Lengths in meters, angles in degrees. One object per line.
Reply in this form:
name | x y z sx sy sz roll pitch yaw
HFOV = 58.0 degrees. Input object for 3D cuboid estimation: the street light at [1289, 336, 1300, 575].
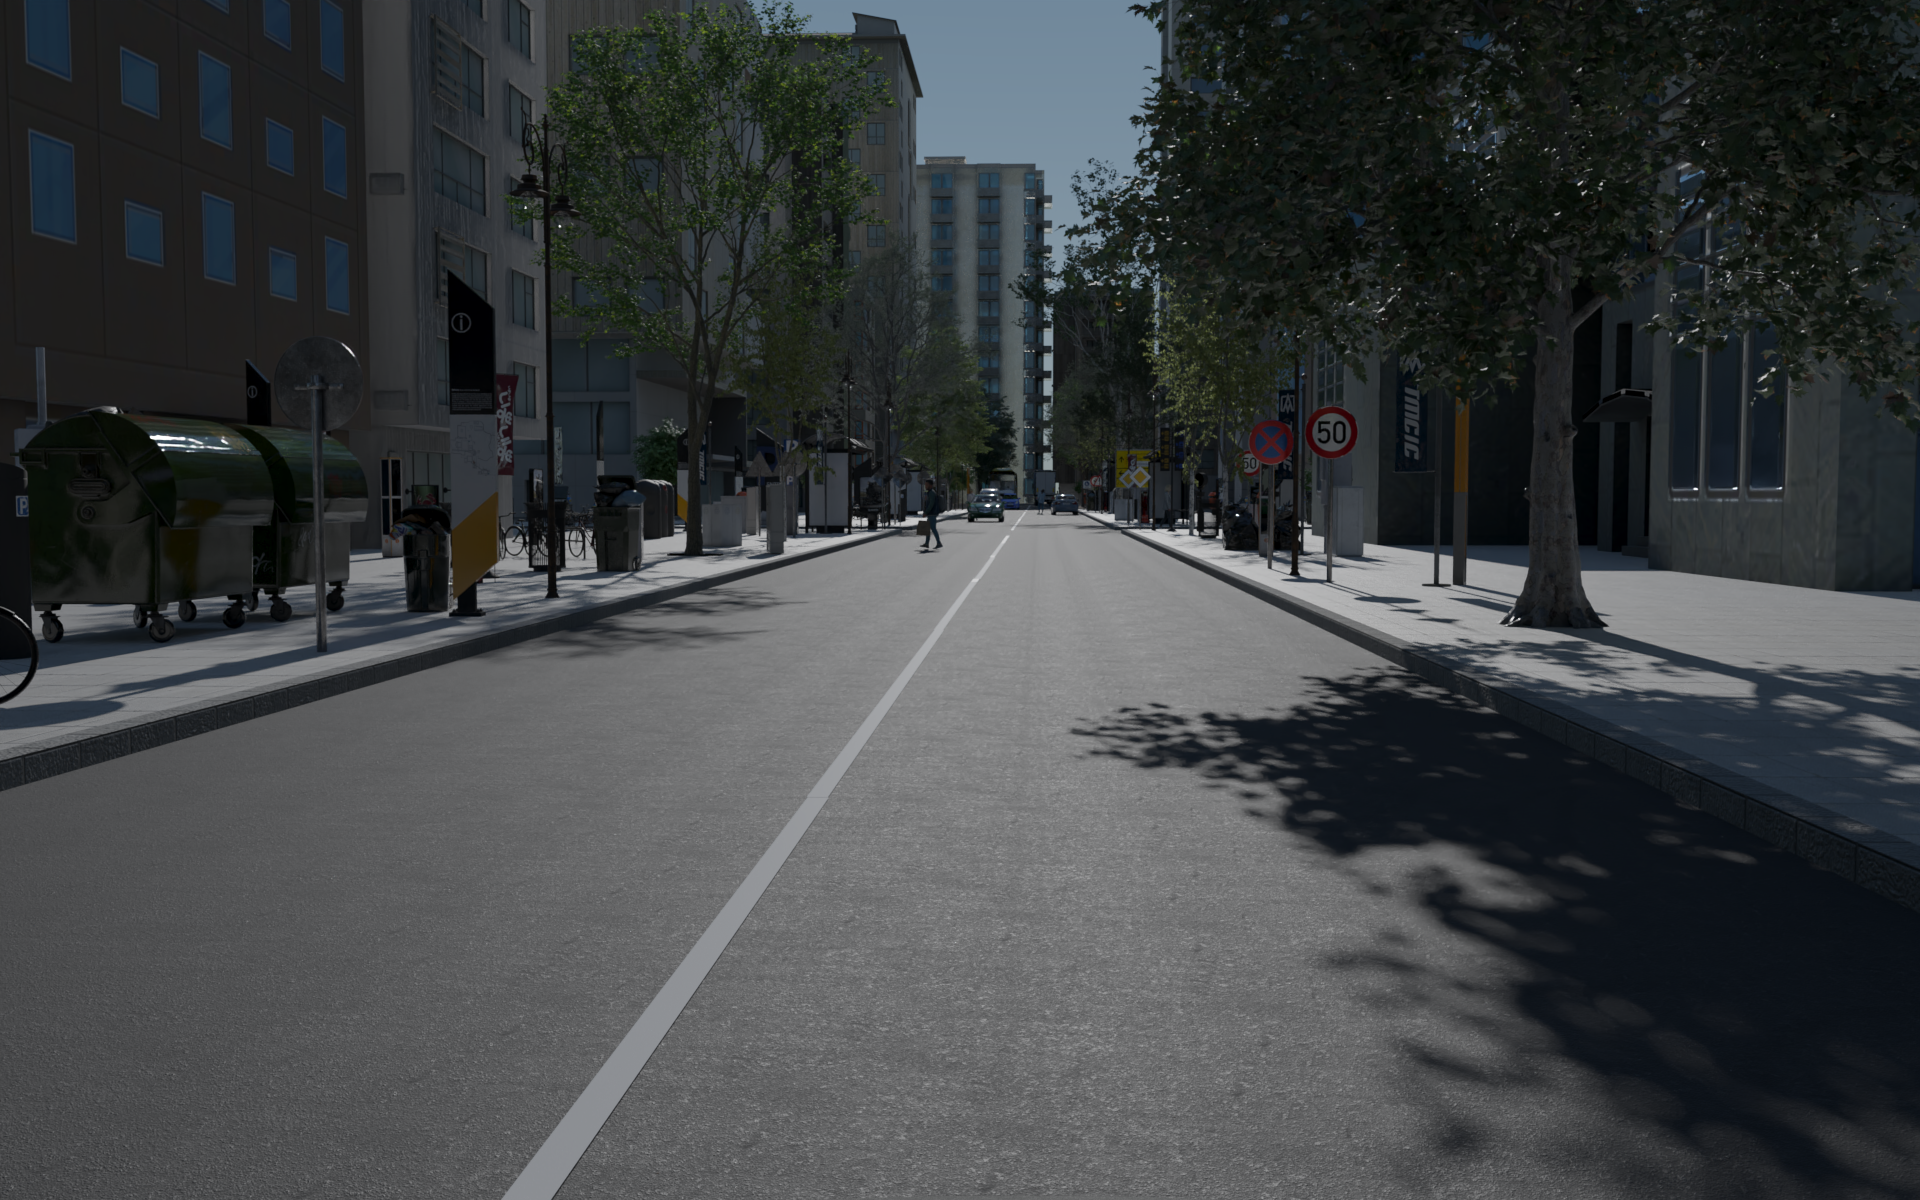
street light | 5.297 -3.330 27.231 0.468 5.910 1.993 0 4 3

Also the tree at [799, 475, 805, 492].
tree | -7.844 -5.979 92.354 1.663 3.219 1.824 0 3 0

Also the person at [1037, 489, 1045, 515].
person | 5.654 -6.848 120.727 0.793 1.790 0.793 3 5 41

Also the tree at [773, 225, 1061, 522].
tree | -3.277 -10.280 78.448 12.009 13.543 11.850 0 3 0

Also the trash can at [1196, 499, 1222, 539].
trash can | 7.206 -2.354 50.143 0.748 1.137 0.748 0 3 0

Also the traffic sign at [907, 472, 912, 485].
traffic sign | -3.037 -5.881 96.262 0.768 2.556 0.104 0 4 4

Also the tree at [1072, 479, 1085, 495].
tree | 15.344 -13.875 221.450 1.663 3.219 1.824 0 3 0

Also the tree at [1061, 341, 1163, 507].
tree | 11.229 -13.819 136.303 12.009 13.543 11.850 0 3 0

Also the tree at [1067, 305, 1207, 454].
tree | 8.755 -9.278 86.100 7.601 10.594 8.767 -2 4 -25

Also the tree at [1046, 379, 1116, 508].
tree | 11.337 -14.077 155.918 9.928 11.665 9.643 0 3 0

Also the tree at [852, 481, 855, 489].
tree | -7.170 -6.841 106.455 1.663 3.219 1.824 0 3 0

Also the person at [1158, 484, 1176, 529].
person | 7.977 -3.541 66.575 0.728 1.800 0.709 1 4 14

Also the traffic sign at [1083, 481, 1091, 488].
traffic sign | 9.633 -7.906 131.393 0.606 2.300 0.079 0 4 7

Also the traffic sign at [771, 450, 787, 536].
traffic sign | -5.189 -3.150 51.506 0.884 2.594 0.081 1 4 12

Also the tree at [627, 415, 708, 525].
tree | -12.287 -5.420 72.326 4.285 4.588 4.351 0 3 0

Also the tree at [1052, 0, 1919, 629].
tree | 5.685 -6.092 16.608 9.611 12.733 9.660 0 3 0

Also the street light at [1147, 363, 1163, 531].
street light | 6.799 -5.371 60.611 0.468 5.910 1.993 0 4 3

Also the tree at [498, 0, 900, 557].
tree | -5.357 -6.725 35.702 9.928 11.665 9.643 0 3 0

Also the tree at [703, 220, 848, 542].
tree | -4.800 -5.865 46.249 4.737 8.622 4.395 0 3 0

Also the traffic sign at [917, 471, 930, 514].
traffic sign | -2.044 -5.922 96.934 0.768 2.556 0.104 0 4 7

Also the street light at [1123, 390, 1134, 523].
street light | 7.537 -6.393 77.314 0.468 5.910 1.993 0 4 3

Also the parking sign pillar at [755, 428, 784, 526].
parking sign pillar | -7.690 -5.037 70.823 1.447 3.967 1.447 0 4 4

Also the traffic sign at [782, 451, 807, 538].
traffic sign | -4.859 -3.093 50.679 0.768 2.556 0.104 0 4 4

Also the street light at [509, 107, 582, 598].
street light | -5.037 -2.963 21.226 0.468 5.910 1.993 0 4 3

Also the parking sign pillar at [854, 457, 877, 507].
parking sign pillar | -6.983 -8.339 124.821 1.447 3.967 1.447 0 4 5

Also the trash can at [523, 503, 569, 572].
trash can | -6.855 -1.045 28.738 0.748 1.137 0.748 0 3 0

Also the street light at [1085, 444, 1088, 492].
street light | 10.624 -10.488 144.259 0.468 5.910 1.993 0 4 3

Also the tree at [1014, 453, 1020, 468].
tree | 3.387 -17.325 217.667 8.767 10.594 7.601 0 4 2

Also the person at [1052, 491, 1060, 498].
person | 11.015 -11.442 195.584 1.348 1.824 0.705 1 4 21

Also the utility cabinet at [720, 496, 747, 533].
utility cabinet | -7.348 -2.788 56.743 1.020 1.237 0.306 2 4 31

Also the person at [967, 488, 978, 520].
person | 0.786 -5.185 93.944 0.731 1.740 0.598 -2 4 -24

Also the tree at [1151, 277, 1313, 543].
tree | 7.169 -5.792 45.056 4.737 8.622 4.395 0 3 0

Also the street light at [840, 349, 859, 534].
street light | -3.534 -5.040 55.184 0.468 5.910 1.993 0 4 3

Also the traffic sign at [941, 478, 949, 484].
traffic sign | -1.244 -8.364 136.865 0.768 2.556 0.104 1 4 9

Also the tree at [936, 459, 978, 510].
tree | -0.084 -10.232 151.009 4.285 4.588 4.351 0 3 0

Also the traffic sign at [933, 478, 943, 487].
traffic sign | -1.687 -7.857 128.466 0.884 2.594 0.081 1 4 11

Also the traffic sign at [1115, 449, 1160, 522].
traffic sign | 8.203 -5.196 78.834 2.265 3.308 0.079 0 4 4

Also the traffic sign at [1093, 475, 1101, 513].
traffic sign | 9.303 -7.061 115.456 0.884 2.594 0.081 1 4 12

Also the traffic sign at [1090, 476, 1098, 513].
traffic sign | 9.321 -7.272 119.007 0.768 2.556 0.104 0 4 4

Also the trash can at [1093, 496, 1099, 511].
trash can | 10.422 -7.310 131.171 0.748 1.137 0.748 0 3 0

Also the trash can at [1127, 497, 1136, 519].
trash can | 8.924 -4.745 89.228 0.748 1.137 0.748 0 3 0

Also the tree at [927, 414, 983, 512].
tree | -0.632 -10.651 124.512 4.737 8.622 4.395 0 3 0

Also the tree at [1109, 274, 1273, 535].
tree | 7.552 -6.380 54.668 4.360 8.622 3.978 0 3 0

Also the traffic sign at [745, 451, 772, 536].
traffic sign | -6.067 -3.204 52.386 0.884 2.594 0.081 0 4 7

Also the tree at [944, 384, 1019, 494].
tree | 2.295 -17.512 192.974 9.857 13.997 8.962 0 3 0

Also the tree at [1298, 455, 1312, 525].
tree | 14.983 -4.727 71.883 1.663 3.219 1.824 0 3 0

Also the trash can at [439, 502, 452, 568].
trash can | -8.752 -1.142 30.320 0.748 1.137 0.748 0 3 0

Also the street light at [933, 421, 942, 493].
street light | -1.344 -8.005 103.673 0.468 5.910 1.993 0 4 3

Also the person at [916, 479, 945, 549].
person | -0.774 -2.224 44.854 0.713 1.824 0.794 1 4 18

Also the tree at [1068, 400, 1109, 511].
tree | 10.168 -10.905 128.657 4.360 8.622 3.978 0 3 0

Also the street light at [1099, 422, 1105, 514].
street light | 9.099 -8.446 110.880 0.468 5.910 1.993 0 4 3

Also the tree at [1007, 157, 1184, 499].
tree | 8.049 -14.963 100.542 12.611 20.169 13.585 0 3 0

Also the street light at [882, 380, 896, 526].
street light | -2.875 -5.964 70.295 0.468 5.910 1.993 0 4 3

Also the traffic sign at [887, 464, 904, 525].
traffic sign | -2.729 -4.441 72.721 0.768 2.556 0.104 0 4 4

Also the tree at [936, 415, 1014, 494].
tree | 0.728 -14.906 178.118 7.601 10.594 8.767 1 4 12

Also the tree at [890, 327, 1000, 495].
tree | -1.208 -12.105 116.046 7.486 12.596 7.792 0 3 0
